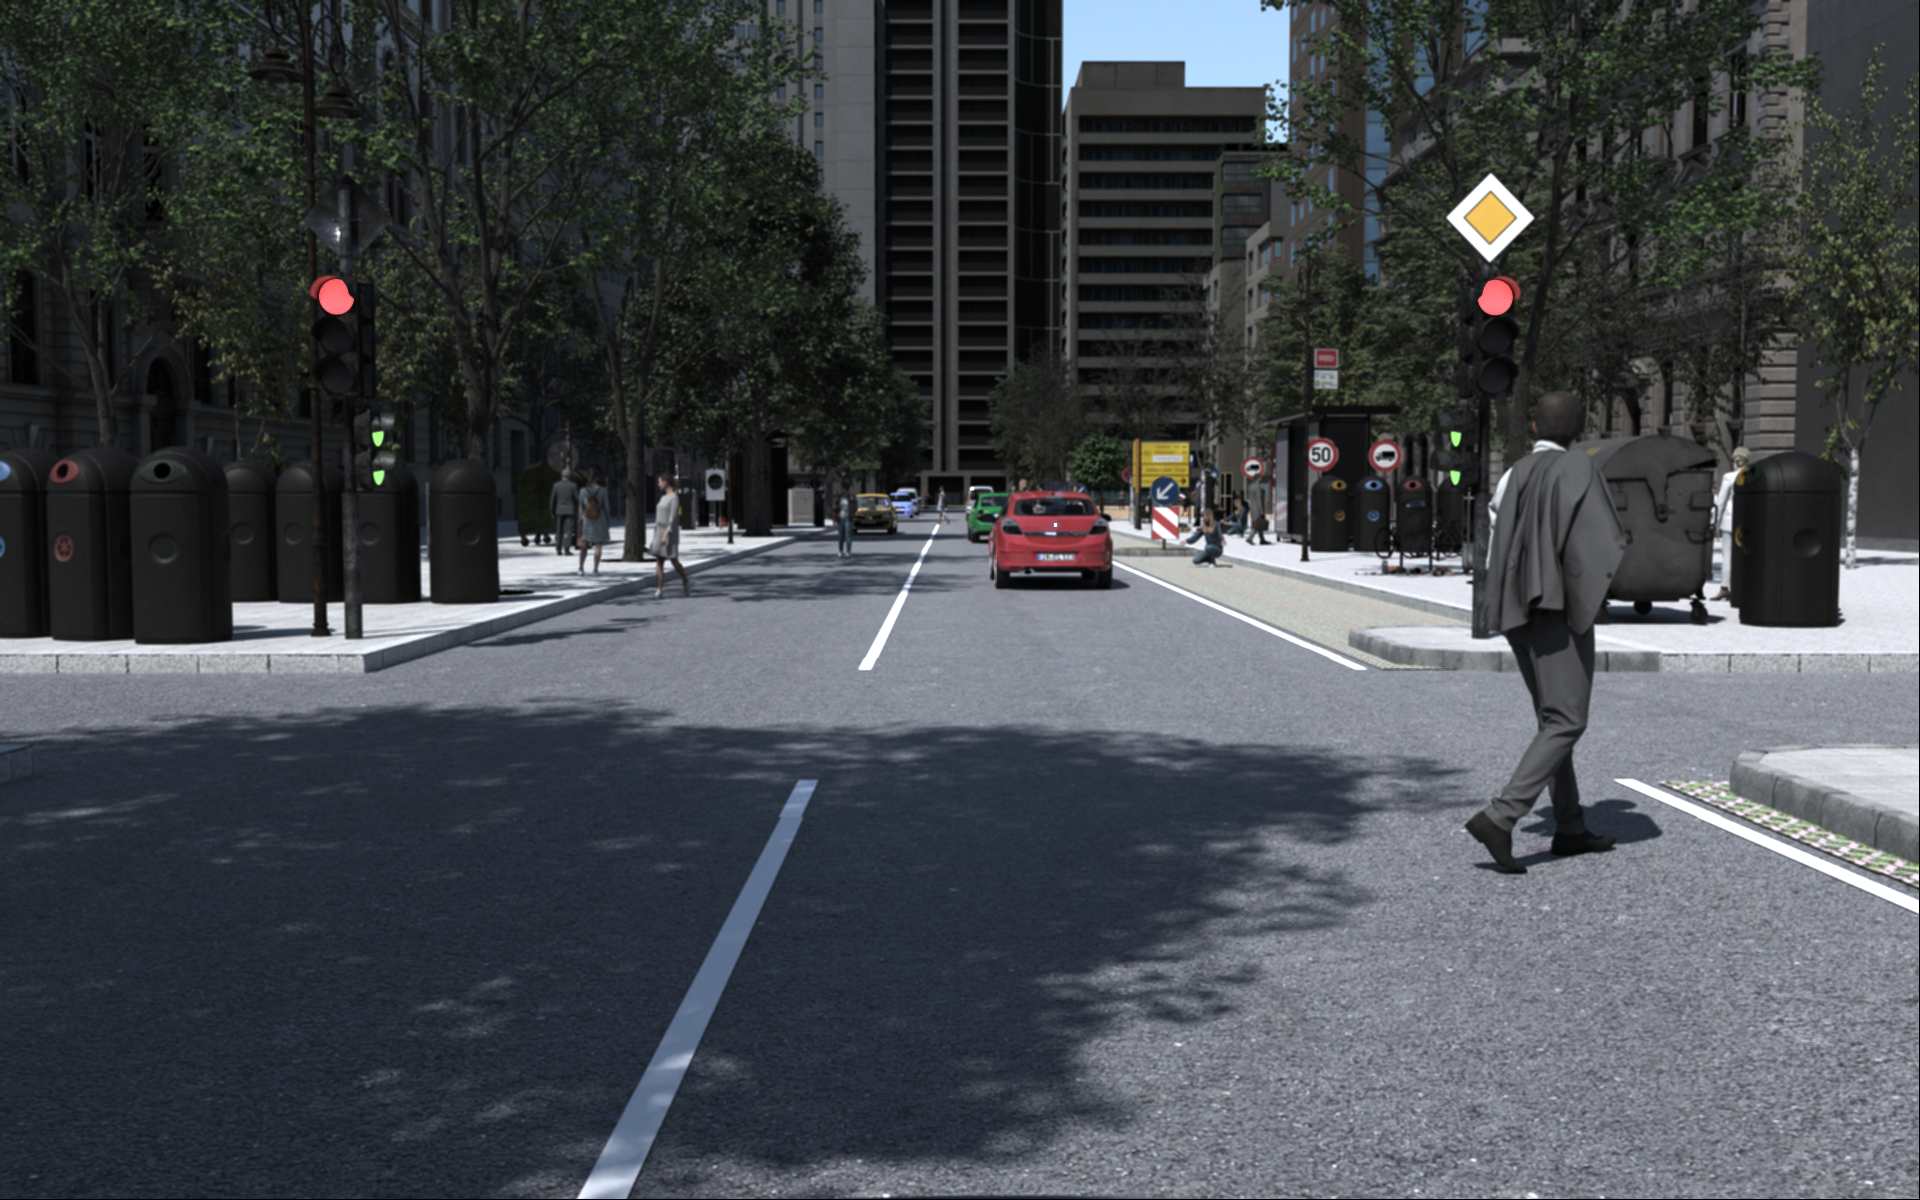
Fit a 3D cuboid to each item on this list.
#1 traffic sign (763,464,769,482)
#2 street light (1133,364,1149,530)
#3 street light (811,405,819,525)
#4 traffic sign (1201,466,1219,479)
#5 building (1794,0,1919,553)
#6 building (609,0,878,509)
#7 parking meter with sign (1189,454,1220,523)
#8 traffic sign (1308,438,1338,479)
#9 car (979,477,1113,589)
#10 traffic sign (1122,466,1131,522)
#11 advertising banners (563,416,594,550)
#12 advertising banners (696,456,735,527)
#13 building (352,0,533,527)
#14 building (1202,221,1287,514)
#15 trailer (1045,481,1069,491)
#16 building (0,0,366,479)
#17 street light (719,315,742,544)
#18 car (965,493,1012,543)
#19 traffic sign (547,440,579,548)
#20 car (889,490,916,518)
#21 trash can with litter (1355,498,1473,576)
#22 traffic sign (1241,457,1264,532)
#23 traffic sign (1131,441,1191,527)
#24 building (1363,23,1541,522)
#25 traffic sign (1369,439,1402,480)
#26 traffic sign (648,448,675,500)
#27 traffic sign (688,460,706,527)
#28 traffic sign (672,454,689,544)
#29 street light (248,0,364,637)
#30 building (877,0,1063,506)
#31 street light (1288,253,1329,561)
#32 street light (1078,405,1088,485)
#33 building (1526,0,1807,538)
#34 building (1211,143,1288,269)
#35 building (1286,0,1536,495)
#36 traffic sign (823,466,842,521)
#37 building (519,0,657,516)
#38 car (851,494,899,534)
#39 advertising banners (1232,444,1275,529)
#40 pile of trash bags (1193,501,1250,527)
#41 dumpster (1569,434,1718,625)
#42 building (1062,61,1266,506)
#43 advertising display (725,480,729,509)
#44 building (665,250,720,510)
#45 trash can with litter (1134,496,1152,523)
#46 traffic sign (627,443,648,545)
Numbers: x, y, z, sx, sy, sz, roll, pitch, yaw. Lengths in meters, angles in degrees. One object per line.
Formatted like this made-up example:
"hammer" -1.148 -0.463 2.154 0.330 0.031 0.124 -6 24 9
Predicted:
"traffic sign" -6.789 -3.473 58.905 0.606 2.300 0.079 0 4 6
"street light" 6.440 -5.450 61.902 0.468 5.910 1.993 0 4 0
"street light" -6.098 -6.102 72.552 0.468 5.910 1.993 0 4 0
"traffic sign" 10.698 -4.533 74.214 0.768 2.556 0.104 0 4 4
"building" 35.777 -13.251 35.721 30.058 24.678 14.314 0 4 0
"building" -23.233 -40.036 196.595 28.212 58.520 21.231 0 4 0
"parking meter with sign" 10.730 -4.874 75.948 1.738 3.016 0.543 -2 4 -32
"traffic sign" 8.168 -2.395 39.260 0.768 2.556 0.104 0 4 6
"car" 1.397 -1.142 27.715 2.155 1.783 4.494 0 4 -1
"traffic sign" 7.770 -4.826 79.004 0.768 2.556 0.104 0 4 5
"advertising banners" -8.792 -2.673 39.897 0.090 3.025 2.074 0 4 5
"advertising banners" -9.322 -4.364 67.533 2.074 3.025 0.090 -2 4 -27
"building" -27.499 -17.560 74.489 14.401 28.519 23.554 0 4 0
"building" 33.268 -17.074 124.191 27.650 21.520 28.899 0 4 0
"trailer" 4.362 -4.370 78.491 1.471 1.999 3.904 0 4 0
"building" -26.806 -13.850 45.526 14.460 24.649 34.723 0 4 0
"street light" -5.927 -4.391 44.577 0.468 5.910 1.993 0 4 0
"car" 1.162 -2.648 52.088 1.959 1.807 4.718 0 4 -2
"traffic sign" -9.453 -2.514 41.212 0.768 2.556 0.104 0 4 3
"car" -3.626 -5.749 103.582 1.945 1.707 3.694 0 4 -2
"trash can with litter" 7.547 -1.000 27.414 2.233 1.210 1.678 3 5 39
"traffic sign" 9.940 -3.593 58.844 0.768 2.556 0.104 1 4 9
"traffic sign" 7.777 -4.478 67.092 2.265 3.308 0.079 0 4 3
"building" 27.608 -14.473 78.440 13.314 21.916 24.055 0 4 0
"traffic sign" 9.891 -2.462 40.354 0.768 2.556 0.104 0 4 5
"traffic sign" -6.647 -2.228 38.565 0.606 2.300 0.079 0 4 1
"traffic sign" -10.040 -4.066 66.488 0.884 2.594 0.081 0 4 8
"traffic sign" -7.243 -2.589 44.456 0.606 2.300 0.079 0 4 7
"street light" -5.773 -2.611 15.470 0.468 5.910 1.993 0 4 0
"building" 1.292 -46.385 196.651 20.611 71.187 20.563 0 4 0
"street light" 6.579 -3.674 32.853 0.468 5.910 1.993 0 4 0
"street light" 6.389 -7.158 89.816 0.468 5.910 1.993 0 4 0
"building" 26.749 -13.918 56.431 11.050 23.489 19.941 0 4 0
"building" 27.949 -22.854 145.361 14.160 30.474 14.107 0 4 0
"building" 27.431 -27.584 101.110 14.600 45.320 14.200 0 4 0
"traffic sign" -5.953 -4.952 80.969 0.884 2.594 0.081 0 4 3
"building" -30.697 -34.337 103.413 21.231 58.520 28.212 0 4 0
"car" -3.191 -3.209 62.687 2.015 1.641 3.980 0 4 1
"advertising banners" 10.336 -3.913 60.159 2.074 3.025 0.090 -1 4 -13
"pile of trash bags" 10.315 -3.511 67.161 1.912 1.369 3.447 0 4 -7
"dumpster" 6.780 -0.728 17.654 1.264 1.857 1.865 0 4 0
"building" 22.395 -35.133 198.128 21.600 48.544 21.300 0 4 0
"advertising display" -10.650 -4.514 79.012 0.123 1.923 0.974 -1 4 -22
"building" -35.381 -17.962 138.723 28.899 21.520 27.650 0 4 0
"trash can with litter" 8.282 -4.024 76.842 1.678 1.210 2.233 1 4 23
"traffic sign" -8.002 -2.685 43.900 0.884 2.594 0.081 0 4 4
